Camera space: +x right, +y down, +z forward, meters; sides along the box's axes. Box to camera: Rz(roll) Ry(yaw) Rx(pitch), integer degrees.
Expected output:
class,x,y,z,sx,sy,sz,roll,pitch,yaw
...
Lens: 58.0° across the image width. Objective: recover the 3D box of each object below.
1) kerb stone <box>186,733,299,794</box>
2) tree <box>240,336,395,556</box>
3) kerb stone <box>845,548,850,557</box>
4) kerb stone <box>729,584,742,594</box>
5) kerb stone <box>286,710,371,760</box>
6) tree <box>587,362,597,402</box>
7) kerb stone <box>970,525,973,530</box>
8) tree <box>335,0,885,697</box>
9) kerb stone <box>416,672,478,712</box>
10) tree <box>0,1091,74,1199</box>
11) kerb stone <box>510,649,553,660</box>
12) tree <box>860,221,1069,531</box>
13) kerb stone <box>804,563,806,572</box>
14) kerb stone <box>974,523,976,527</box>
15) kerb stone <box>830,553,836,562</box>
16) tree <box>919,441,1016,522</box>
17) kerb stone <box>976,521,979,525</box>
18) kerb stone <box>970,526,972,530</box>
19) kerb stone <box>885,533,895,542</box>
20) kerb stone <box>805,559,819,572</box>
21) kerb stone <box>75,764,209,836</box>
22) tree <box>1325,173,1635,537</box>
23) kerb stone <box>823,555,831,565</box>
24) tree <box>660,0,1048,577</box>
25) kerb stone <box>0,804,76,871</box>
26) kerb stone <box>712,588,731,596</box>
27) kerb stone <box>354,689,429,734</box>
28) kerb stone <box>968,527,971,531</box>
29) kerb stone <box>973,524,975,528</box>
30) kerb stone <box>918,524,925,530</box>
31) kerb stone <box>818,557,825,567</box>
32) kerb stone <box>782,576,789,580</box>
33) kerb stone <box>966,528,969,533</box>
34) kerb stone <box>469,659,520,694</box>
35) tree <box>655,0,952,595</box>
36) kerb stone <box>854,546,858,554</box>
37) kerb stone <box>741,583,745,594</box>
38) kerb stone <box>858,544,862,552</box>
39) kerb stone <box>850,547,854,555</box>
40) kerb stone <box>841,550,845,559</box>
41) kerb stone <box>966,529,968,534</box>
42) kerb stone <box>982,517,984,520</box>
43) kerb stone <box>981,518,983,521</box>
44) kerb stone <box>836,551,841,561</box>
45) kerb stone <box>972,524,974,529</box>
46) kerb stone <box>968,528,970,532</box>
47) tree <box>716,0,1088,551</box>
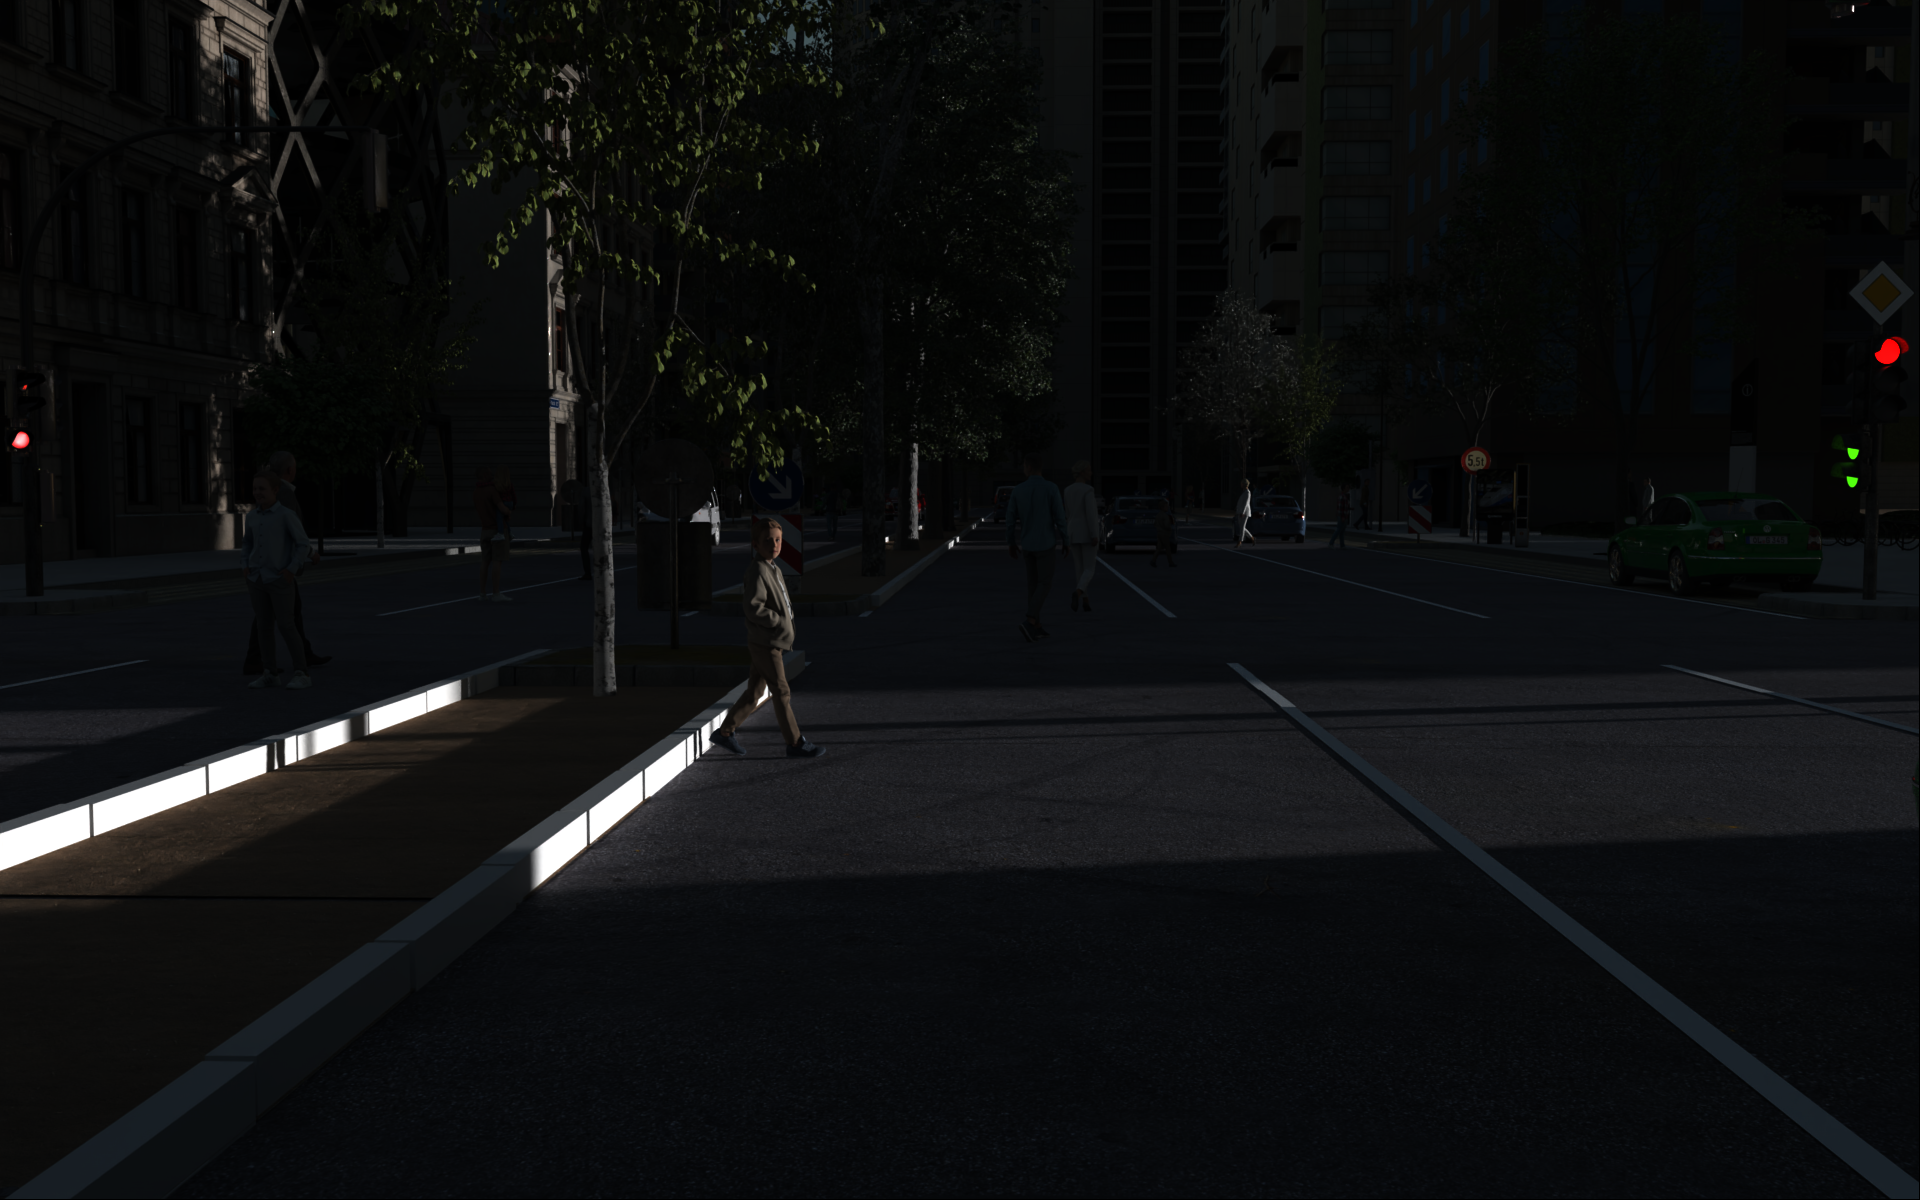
class,x,y,z,sx,sy,sz,roll,pitch,yaw
kerb stone,-3.608,0.824,8.719,0.120,0.150,1.000,0,4,2
tree,-13.414,-3.206,36.126,4.285,4.588,4.351,0,3,0
kerb stone,-2.639,-1.024,38.965,0.120,0.150,1.000,0,4,2
kerb stone,-3.137,-0.079,23.585,0.120,0.150,1.000,0,4,2
kerb stone,-3.575,0.769,9.740,0.120,0.150,1.000,0,4,2
tree,-12.363,-7.057,65.746,4.360,8.622,3.978,0,3,0
kerb stone,0.314,-2.650,65.528,0.120,0.150,1.000,0,4,2
tree,-2.478,-3.604,11.744,4.737,8.622,4.395,0,3,0
kerb stone,-3.515,0.637,11.783,0.120,0.150,1.000,0,4,2
tree,-2.440,-5.508,2.888,12.009,13.543,11.850,0,3,0
kerb stone,-3.445,0.513,13.841,0.120,0.150,1.000,0,4,2
tree,-0.551,-8.981,66.309,9.611,12.733,9.660,0,3,0
kerb stone,-2.902,-0.524,30.764,0.120,0.150,1.000,0,4,2
kerb stone,0.480,-2.964,70.660,0.120,0.150,1.000,0,4,2
kerb stone,-2.737,-0.838,35.889,0.120,0.150,1.000,0,4,2
tree,0.134,-10.262,88.365,7.486,12.596,7.792,0,3,0
kerb stone,0.640,-3.277,75.781,0.120,0.150,1.000,0,4,2
kerb stone,0.289,-2.588,64.506,0.120,0.150,1.000,0,4,2
kerb stone,-2.178,-1.904,53.323,0.120,0.150,1.000,0,4,2
kerb stone,-2.841,-0.650,32.817,0.120,0.150,1.000,0,4,2
kerb stone,-3.644,0.892,7.697,0.120,0.150,1.000,0,4,2
tree,15.125,-7.152,51.355,8.767,10.594,7.601,0,4,0
kerb stone,-2.762,-0.775,34.865,0.120,0.150,1.000,0,4,2
tree,-2.684,-10.519,30.337,12.611,20.169,13.585,0,3,0
kerb stone,-3.680,0.949,6.675,0.120,0.150,1.000,0,4,2
kerb stone,-3.162,-0.022,22.559,0.120,0.150,1.000,0,4,2
kerb stone,-3.544,0.703,10.762,0.120,0.150,1.000,0,4,2
kerb stone,0.218,-2.461,62.457,0.120,0.150,1.000,0,4,2
kerb stone,0.412,-2.839,68.616,0.120,0.150,1.000,0,4,2
kerb stone,-1.585,-3.031,71.782,0.120,0.150,1.000,0,4,2
kerb stone,-2.803,-0.712,33.844,0.120,0.150,1.000,0,4,2
kerb stone,-2.931,-0.459,29.742,0.120,0.150,1.000,0,4,2
kerb stone,0.159,-2.336,60.396,0.120,0.150,1.000,0,4,2
kerb stone,-3.478,0.574,12.813,0.120,0.150,1.000,0,4,2
tree,-2.118,-4.237,22.097,4.360,8.622,3.978,0,3,0
kerb stone,-2.573,-1.149,41.008,0.120,0.150,1.000,0,4,2
kerb stone,-3.093,-0.147,24.606,0.120,0.150,1.000,0,4,2
kerb stone,-2.545,-1.213,42.032,0.120,0.150,1.000,0,4,2
kerb stone,-2.607,-1.088,39.986,0.120,0.150,1.000,0,4,2
kerb stone,-2.675,-0.963,37.943,0.120,0.150,1.000,0,4,2
kerb stone,0.124,-2.274,59.374,0.120,0.150,1.000,0,4,2
kerb stone,1.006,-3.967,87.057,0.120,0.150,1.000,0,4,2
kerb stone,0.916,-3.774,83.969,0.120,0.150,1.000,0,4,2
kerb stone,-2.702,-0.900,36.916,0.120,0.150,1.000,0,4,2
kerb stone,0.382,-2.777,67.594,0.120,0.150,1.000,0,4,2
kerb stone,0.182,-2.400,61.428,0.120,0.150,1.000,0,4,2
tree,-1.366,-8.224,43.577,9.857,13.997,8.962,0,3,0
